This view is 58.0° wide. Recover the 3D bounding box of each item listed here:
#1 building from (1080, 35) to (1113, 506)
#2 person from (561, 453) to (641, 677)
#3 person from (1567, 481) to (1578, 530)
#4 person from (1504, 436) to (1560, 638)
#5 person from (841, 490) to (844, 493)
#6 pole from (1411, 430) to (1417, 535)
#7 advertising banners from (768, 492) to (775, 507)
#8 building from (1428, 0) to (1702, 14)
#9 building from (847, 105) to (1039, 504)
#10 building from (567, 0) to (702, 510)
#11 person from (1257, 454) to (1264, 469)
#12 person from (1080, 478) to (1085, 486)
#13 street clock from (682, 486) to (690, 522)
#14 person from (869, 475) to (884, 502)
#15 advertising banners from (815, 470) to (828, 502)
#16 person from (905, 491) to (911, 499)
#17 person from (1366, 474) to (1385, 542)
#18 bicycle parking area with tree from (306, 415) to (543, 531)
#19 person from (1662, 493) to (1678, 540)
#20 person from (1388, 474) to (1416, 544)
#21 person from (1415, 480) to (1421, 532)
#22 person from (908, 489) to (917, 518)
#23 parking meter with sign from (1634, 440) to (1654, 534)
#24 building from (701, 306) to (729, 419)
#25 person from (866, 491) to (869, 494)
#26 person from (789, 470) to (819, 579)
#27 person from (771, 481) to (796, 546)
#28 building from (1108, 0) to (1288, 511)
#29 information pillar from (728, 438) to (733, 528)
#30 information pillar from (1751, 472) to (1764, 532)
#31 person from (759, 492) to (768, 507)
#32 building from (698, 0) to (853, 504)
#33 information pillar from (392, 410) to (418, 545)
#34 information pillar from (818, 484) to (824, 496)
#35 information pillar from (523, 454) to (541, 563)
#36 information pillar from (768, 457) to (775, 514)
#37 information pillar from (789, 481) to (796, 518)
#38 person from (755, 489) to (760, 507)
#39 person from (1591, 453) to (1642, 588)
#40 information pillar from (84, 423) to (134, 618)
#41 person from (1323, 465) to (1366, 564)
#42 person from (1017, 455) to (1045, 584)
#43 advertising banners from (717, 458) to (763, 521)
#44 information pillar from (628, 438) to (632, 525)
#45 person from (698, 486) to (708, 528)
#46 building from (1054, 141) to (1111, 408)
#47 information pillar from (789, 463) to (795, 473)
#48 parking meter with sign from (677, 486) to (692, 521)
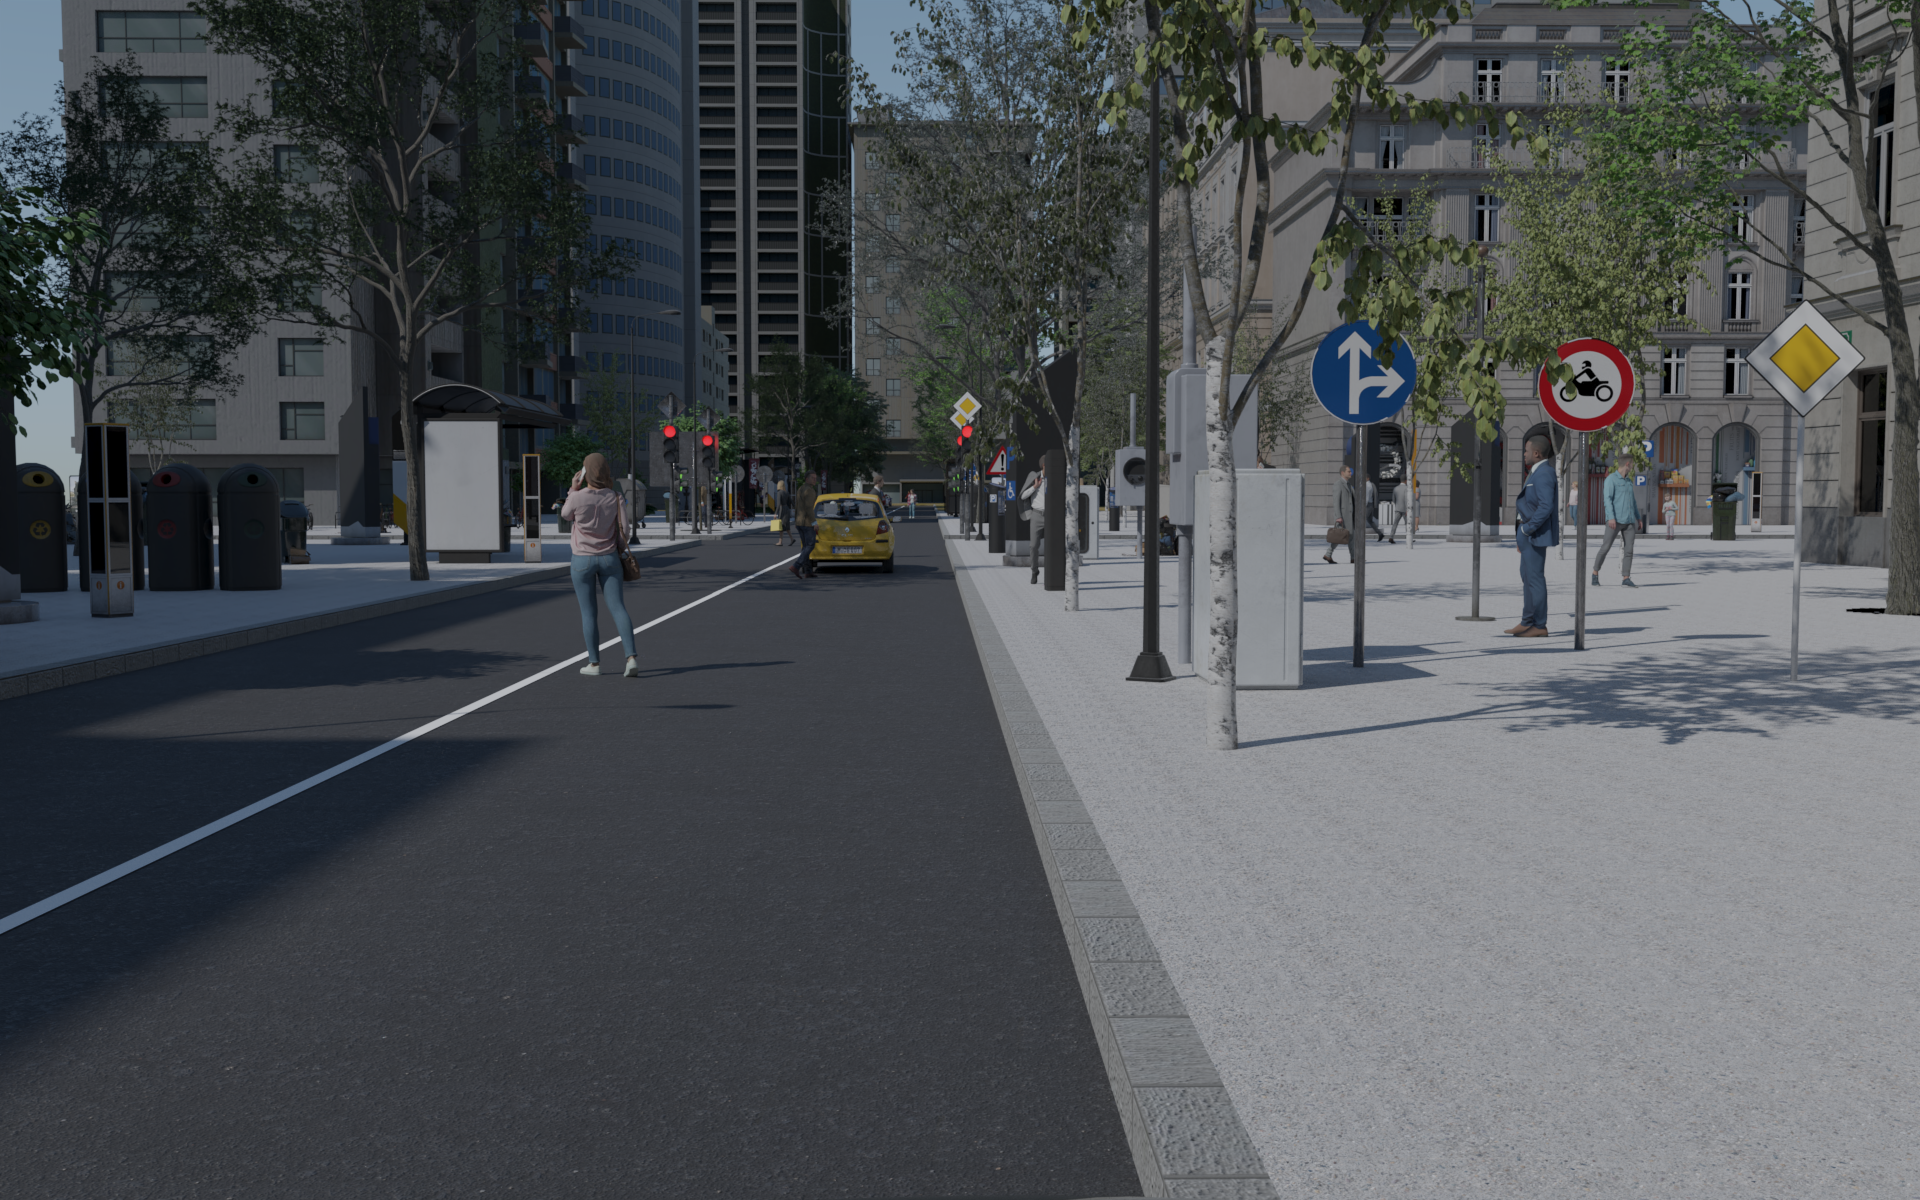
[{"bbox_3d":[23.784,-52.786,175.720,22.319,86.520,31.000,0,4,-1],"label":"building"},{"bbox_3d":[-2.783,-0.277,13.612,0.593,1.750,0.643,-2,4,-27],"label":"person"},{"bbox_3d":[22.089,-3.393,62.190,0.598,1.740,0.731,-2,4,-32],"label":"person"},{"bbox_3d":[5.166,-0.570,15.542,0.419,1.800,0.721,1,4,9],"label":"person"},{"bbox_3d":[-12.031,-10.475,178.243,0.756,1.711,0.436,2,4,27],"label":"person"},{"bbox_3d":[14.348,-3.728,54.791,0.158,3.312,0.155,0,3,0],"label":"pole"},{"bbox_3d":[-13.290,-7.722,122.449,2.074,3.025,0.090,-1,4,-11],"label":"advertising banners"},{"bbox_3d":[59.481,-39.120,181.611,28.212,58.520,21.231,0,4,-1],"label":"building"},{"bbox_3d":[-1.227,-39.959,242.569,27.495,52.752,28.713,0,4,-1],"label":"building"},{"bbox_3d":[-33.995,-36.822,144.035,21.231,58.520,28.212,0,4,-1],"label":"building"},{"bbox_3d":[3.451,-0.842,20.397,0.643,1.750,0.593,-3,5,-44],"label":"person"},{"bbox_3d":[4.076,-3.284,59.709,0.580,1.828,0.573,2,4,25],"label":"person"},{"bbox_3d":[-12.395,-4.522,78.497,0.358,2.002,0.471,-1,4,-9],"label":"street clock"},{"bbox_3d":[-1.854,-1.886,39.108,0.755,1.850,0.659,0,4,-6],"label":"person"},{"bbox_3d":[-10.572,-7.887,125.135,2.074,3.025,0.090,-1,4,-11],"label":"advertising banners"},{"bbox_3d":[-6.022,-12.023,205.020,0.705,1.831,1.348,2,4,32],"label":"person"},{"bbox_3d":[10.949,-2.460,46.369,0.850,1.850,0.679,1,4,23],"label":"person"},{"bbox_3d":[-19.631,-4.657,63.145,8.231,4.147,9.016,1,4,12],"label":"bicycle parking area with tree"},{"bbox_3d":[19.739,-2.314,48.152,0.425,1.301,0.394,2,4,29],"label":"person"},{"bbox_3d":[11.407,-2.349,44.726,0.850,1.792,0.678,-2,4,-34],"label":"person"},{"bbox_3d":[15.349,-3.202,58.754,0.532,1.782,0.716,1,4,10],"label":"person"},{"bbox_3d":[-2.811,-5.699,102.518,0.563,1.720,0.643,1,4,9],"label":"person"},{"bbox_3d":[21.909,-3.637,55.720,0.543,3.016,1.738,2,4,28],"label":"parking meter with sign"},{"bbox_3d":[-39.873,-20.408,178.704,28.899,21.520,27.650,0,4,-1],"label":"building"},{"bbox_3d":[-7.996,-8.534,148.746,1.217,1.735,0.721,2,4,27],"label":"person"},{"bbox_3d":[-2.608,-1.284,29.408,0.656,1.842,0.836,2,4,30],"label":"person"},{"bbox_3d":[-4.530,-2.395,47.881,1.509,1.804,0.699,-1,4,-23],"label":"person"},{"bbox_3d":[23.438,-36.985,146.710,21.231,58.520,28.212,0,4,-1],"label":"building"},{"bbox_3d":[-8.606,-4.497,64.885,0.183,3.616,0.504,0,4,-7],"label":"information pillar"},{"bbox_3d":[26.682,-3.271,57.972,0.304,2.012,0.304,2,4,32],"label":"information pillar"},{"bbox_3d":[-15.285,-7.681,134.865,0.697,1.427,0.421,0,3,0],"label":"person"},{"bbox_3d":[-25.469,-48.860,237.113,20.611,71.187,20.563,0,4,-1],"label":"building"},{"bbox_3d":[-13.916,-3.177,43.290,0.504,3.616,0.183,0,4,1],"label":"information pillar"},{"bbox_3d":[-10.384,-7.643,129.455,0.304,2.012,0.304,3,4,38],"label":"information pillar"},{"bbox_3d":[-7.942,-1.691,32.142,0.304,2.012,0.304,-1,4,-16],"label":"information pillar"},{"bbox_3d":[-11.913,-7.211,109.262,0.183,3.616,0.504,3,5,42],"label":"information pillar"},{"bbox_3d":[-9.143,-5.501,94.429,0.304,2.012,0.304,-2,4,-33],"label":"information pillar"},{"bbox_3d":[-17.893,-8.837,151.045,0.721,1.766,1.217,3,5,43],"label":"person"},{"bbox_3d":[9.078,-1.100,23.883,0.638,1.841,0.748,-1,4,-16],"label":"person"},{"bbox_3d":[-8.850,-0.828,18.025,0.304,2.012,0.304,2,4,28],"label":"information pillar"},{"bbox_3d":[7.092,-1.574,31.884,0.767,1.812,0.694,2,4,34],"label":"person"},{"bbox_3d":[1.142,-1.115,24.370,0.679,1.850,0.850,0,4,-6],"label":"person"},{"bbox_3d":[-10.753,-5.377,84.103,2.074,3.025,0.090,-1,4,-9],"label":"advertising banners"},{"bbox_3d":[-13.834,-4.978,72.738,0.183,3.616,0.504,0,4,2],"label":"information pillar"},{"bbox_3d":[-9.783,-3.664,65.862,0.836,1.842,0.656,-2,4,-31],"label":"person"},{"bbox_3d":[23.734,-37.621,238.805,21.600,48.544,21.300,0,4,-1],"label":"building"},{"bbox_3d":[-12.699,-8.526,130.761,0.504,3.616,0.183,-2,4,-31],"label":"information pillar"},{"bbox_3d":[-12.979,-5.234,81.836,1.738,3.016,0.543,1,4,23],"label":"parking meter with sign"}]
